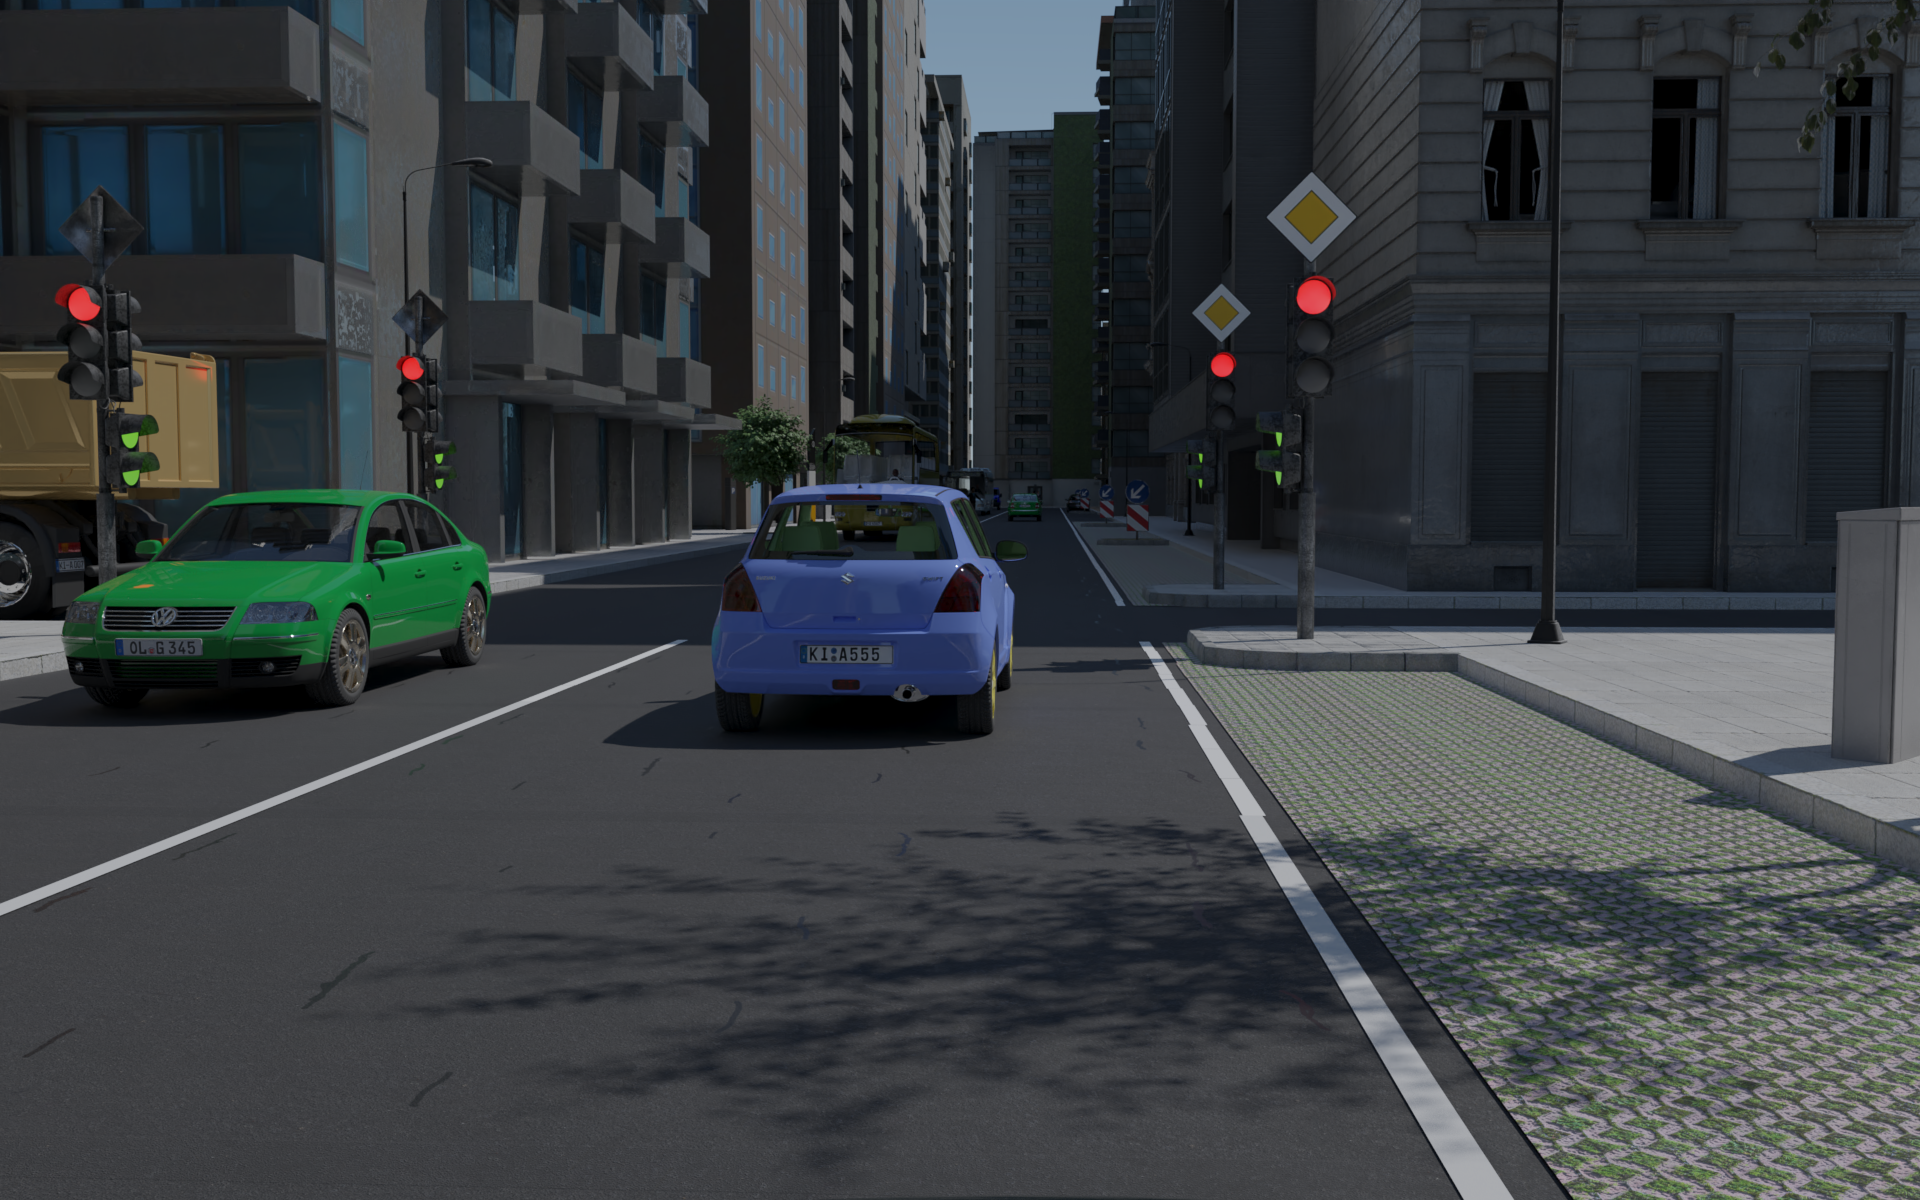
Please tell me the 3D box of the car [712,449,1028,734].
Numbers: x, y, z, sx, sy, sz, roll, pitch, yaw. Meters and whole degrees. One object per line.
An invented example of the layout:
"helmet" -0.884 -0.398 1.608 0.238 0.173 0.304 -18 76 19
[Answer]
"car" -0.523 -0.129 11.695 1.945 1.707 3.694 0 4 4

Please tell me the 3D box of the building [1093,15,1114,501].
"building" 23.447 -30.817 158.481 22.147 44.769 28.867 0 4 3

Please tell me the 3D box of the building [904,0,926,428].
"building" -16.618 -32.871 126.675 28.713 52.752 27.495 0 4 3

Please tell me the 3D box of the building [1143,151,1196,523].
"building" 15.867 -15.963 80.087 14.460 24.649 34.723 0 4 3

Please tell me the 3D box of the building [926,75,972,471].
"building" -9.739 -34.835 193.255 21.600 48.544 21.300 0 4 3

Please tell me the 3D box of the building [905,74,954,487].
"building" -12.805 -28.586 159.262 23.993 40.220 32.217 0 4 3

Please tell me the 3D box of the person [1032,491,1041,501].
"person" 6.803 -8.816 153.446 0.742 1.727 0.445 -1 4 -22

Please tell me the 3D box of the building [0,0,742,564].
"building" -18.218 -25.583 37.896 23.786 49.044 30.456 0 4 3

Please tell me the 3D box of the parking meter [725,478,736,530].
"parking meter" -8.136 -3.408 61.427 0.255 1.863 0.399 2 4 27

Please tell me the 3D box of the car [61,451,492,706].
"car" -4.955 -0.265 13.127 1.959 1.807 4.718 0 4 1

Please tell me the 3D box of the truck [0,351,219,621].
"truck" -14.015 -1.499 20.433 9.791 3.379 3.469 0 4 5

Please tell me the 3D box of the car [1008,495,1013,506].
"car" 4.633 -7.372 132.893 2.083 1.381 4.827 0 4 2

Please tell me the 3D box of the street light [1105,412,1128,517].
"street light" 8.858 -7.646 97.554 1.470 5.913 1.316 0 4 3

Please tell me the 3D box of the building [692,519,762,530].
"building" -13.894 -25.565 68.096 14.600 45.320 14.200 0 4 3

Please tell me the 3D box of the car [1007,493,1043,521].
"car" 3.458 -5.104 92.251 1.959 1.807 4.718 0 4 2

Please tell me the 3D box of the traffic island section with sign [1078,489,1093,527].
"traffic island section with sign" 6.286 -4.109 75.804 1.989 1.847 2.006 0 4 3

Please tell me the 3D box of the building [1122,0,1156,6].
"building" 23.371 -31.125 128.502 23.786 49.044 30.456 0 4 3

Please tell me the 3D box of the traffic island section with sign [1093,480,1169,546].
"traffic island section with sign" 4.860 -2.460 48.841 1.989 1.847 2.006 0 4 3

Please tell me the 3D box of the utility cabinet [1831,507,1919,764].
"utility cabinet" 4.687 0.154 8.638 1.020 1.237 0.306 -3 5 -44

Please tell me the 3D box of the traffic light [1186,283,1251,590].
"traffic light" 3.466 -2.098 23.220 0.839 4.253 0.868 0 4 3

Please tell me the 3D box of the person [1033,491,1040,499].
"person" 6.705 -8.960 155.710 1.217 1.736 0.721 2 4 27

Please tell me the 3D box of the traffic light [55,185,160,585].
"traffic light" -7.802 -1.644 15.800 0.839 4.253 0.868 0 4 3

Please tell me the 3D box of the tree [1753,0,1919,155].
"tree" 4.744 -3.471 7.106 4.360 8.622 3.978 0 3 0

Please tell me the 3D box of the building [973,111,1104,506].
"building" 8.444 -30.902 188.849 14.086 41.232 14.154 0 4 3

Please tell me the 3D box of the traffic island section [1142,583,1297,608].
"traffic island section" 3.505 -0.064 23.332 2.009 0.180 2.903 0 4 3

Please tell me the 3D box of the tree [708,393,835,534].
"tree" -6.460 -4.446 56.399 4.285 4.588 4.351 0 3 0

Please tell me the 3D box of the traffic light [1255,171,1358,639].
"traffic light" 3.045 -1.610 15.246 0.839 4.253 0.868 0 4 3

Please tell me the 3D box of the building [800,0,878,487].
"building" -11.994 -19.504 90.592 14.160 30.474 14.107 0 4 3

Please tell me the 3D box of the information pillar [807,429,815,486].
"information pillar" -5.312 -4.319 61.974 0.183 3.616 0.504 1 4 23

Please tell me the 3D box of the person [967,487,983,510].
"person" 0.763 -5.698 101.299 1.348 1.869 0.705 -3 4 -36

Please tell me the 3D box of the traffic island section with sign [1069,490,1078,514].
"traffic island section with sign" 8.878 -7.117 124.982 1.989 1.847 2.006 0 4 3

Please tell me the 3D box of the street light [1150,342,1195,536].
"street light" 6.508 -4.930 53.151 1.470 5.913 1.316 0 4 3

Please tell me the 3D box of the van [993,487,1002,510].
"van" 2.691 -9.285 156.191 2.240 2.365 5.245 0 4 2

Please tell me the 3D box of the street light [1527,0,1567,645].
"street light" 4.527 -2.585 14.799 1.470 5.913 1.316 0 4 3

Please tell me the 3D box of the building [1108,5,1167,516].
"building" 16.166 -20.471 106.398 14.160 30.474 14.107 0 4 3

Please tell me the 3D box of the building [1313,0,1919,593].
"building" 15.025 -10.836 26.322 18.267 20.994 9.793 0 4 3

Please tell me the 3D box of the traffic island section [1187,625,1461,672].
"traffic island section" 3.084 0.423 15.357 2.009 0.180 2.903 0 4 3

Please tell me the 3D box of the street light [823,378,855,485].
"street light" -4.900 -5.916 69.271 1.470 5.913 1.316 0 4 3

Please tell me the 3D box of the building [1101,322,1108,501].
"building" 30.524 -21.407 195.050 28.899 21.520 27.650 0 4 3

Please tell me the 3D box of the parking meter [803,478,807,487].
"parking meter" -5.563 -3.557 63.866 0.399 1.863 0.255 -1 4 -15

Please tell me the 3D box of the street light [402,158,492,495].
"street light" -7.157 -3.155 24.118 1.470 5.913 1.316 0 4 3

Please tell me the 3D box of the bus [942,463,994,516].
"bus" 0.717 -7.567 118.581 2.948 3.499 13.247 0 4 4

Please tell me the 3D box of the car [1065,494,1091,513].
"car" 9.158 -7.616 134.311 2.009 1.686 4.222 0 4 2

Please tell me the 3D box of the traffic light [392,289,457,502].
"traffic light" -7.381 -2.132 23.774 0.839 4.253 0.868 0 4 3

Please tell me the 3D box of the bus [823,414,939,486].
"bus" -2.298 -4.004 57.009 2.896 3.916 12.252 0 4 3

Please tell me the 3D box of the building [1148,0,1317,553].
"building" 13.219 -13.993 47.851 14.314 24.678 30.058 0 4 3

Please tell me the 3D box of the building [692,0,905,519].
"building" -10.889 -27.869 105.764 14.600 45.320 14.200 0 4 3
